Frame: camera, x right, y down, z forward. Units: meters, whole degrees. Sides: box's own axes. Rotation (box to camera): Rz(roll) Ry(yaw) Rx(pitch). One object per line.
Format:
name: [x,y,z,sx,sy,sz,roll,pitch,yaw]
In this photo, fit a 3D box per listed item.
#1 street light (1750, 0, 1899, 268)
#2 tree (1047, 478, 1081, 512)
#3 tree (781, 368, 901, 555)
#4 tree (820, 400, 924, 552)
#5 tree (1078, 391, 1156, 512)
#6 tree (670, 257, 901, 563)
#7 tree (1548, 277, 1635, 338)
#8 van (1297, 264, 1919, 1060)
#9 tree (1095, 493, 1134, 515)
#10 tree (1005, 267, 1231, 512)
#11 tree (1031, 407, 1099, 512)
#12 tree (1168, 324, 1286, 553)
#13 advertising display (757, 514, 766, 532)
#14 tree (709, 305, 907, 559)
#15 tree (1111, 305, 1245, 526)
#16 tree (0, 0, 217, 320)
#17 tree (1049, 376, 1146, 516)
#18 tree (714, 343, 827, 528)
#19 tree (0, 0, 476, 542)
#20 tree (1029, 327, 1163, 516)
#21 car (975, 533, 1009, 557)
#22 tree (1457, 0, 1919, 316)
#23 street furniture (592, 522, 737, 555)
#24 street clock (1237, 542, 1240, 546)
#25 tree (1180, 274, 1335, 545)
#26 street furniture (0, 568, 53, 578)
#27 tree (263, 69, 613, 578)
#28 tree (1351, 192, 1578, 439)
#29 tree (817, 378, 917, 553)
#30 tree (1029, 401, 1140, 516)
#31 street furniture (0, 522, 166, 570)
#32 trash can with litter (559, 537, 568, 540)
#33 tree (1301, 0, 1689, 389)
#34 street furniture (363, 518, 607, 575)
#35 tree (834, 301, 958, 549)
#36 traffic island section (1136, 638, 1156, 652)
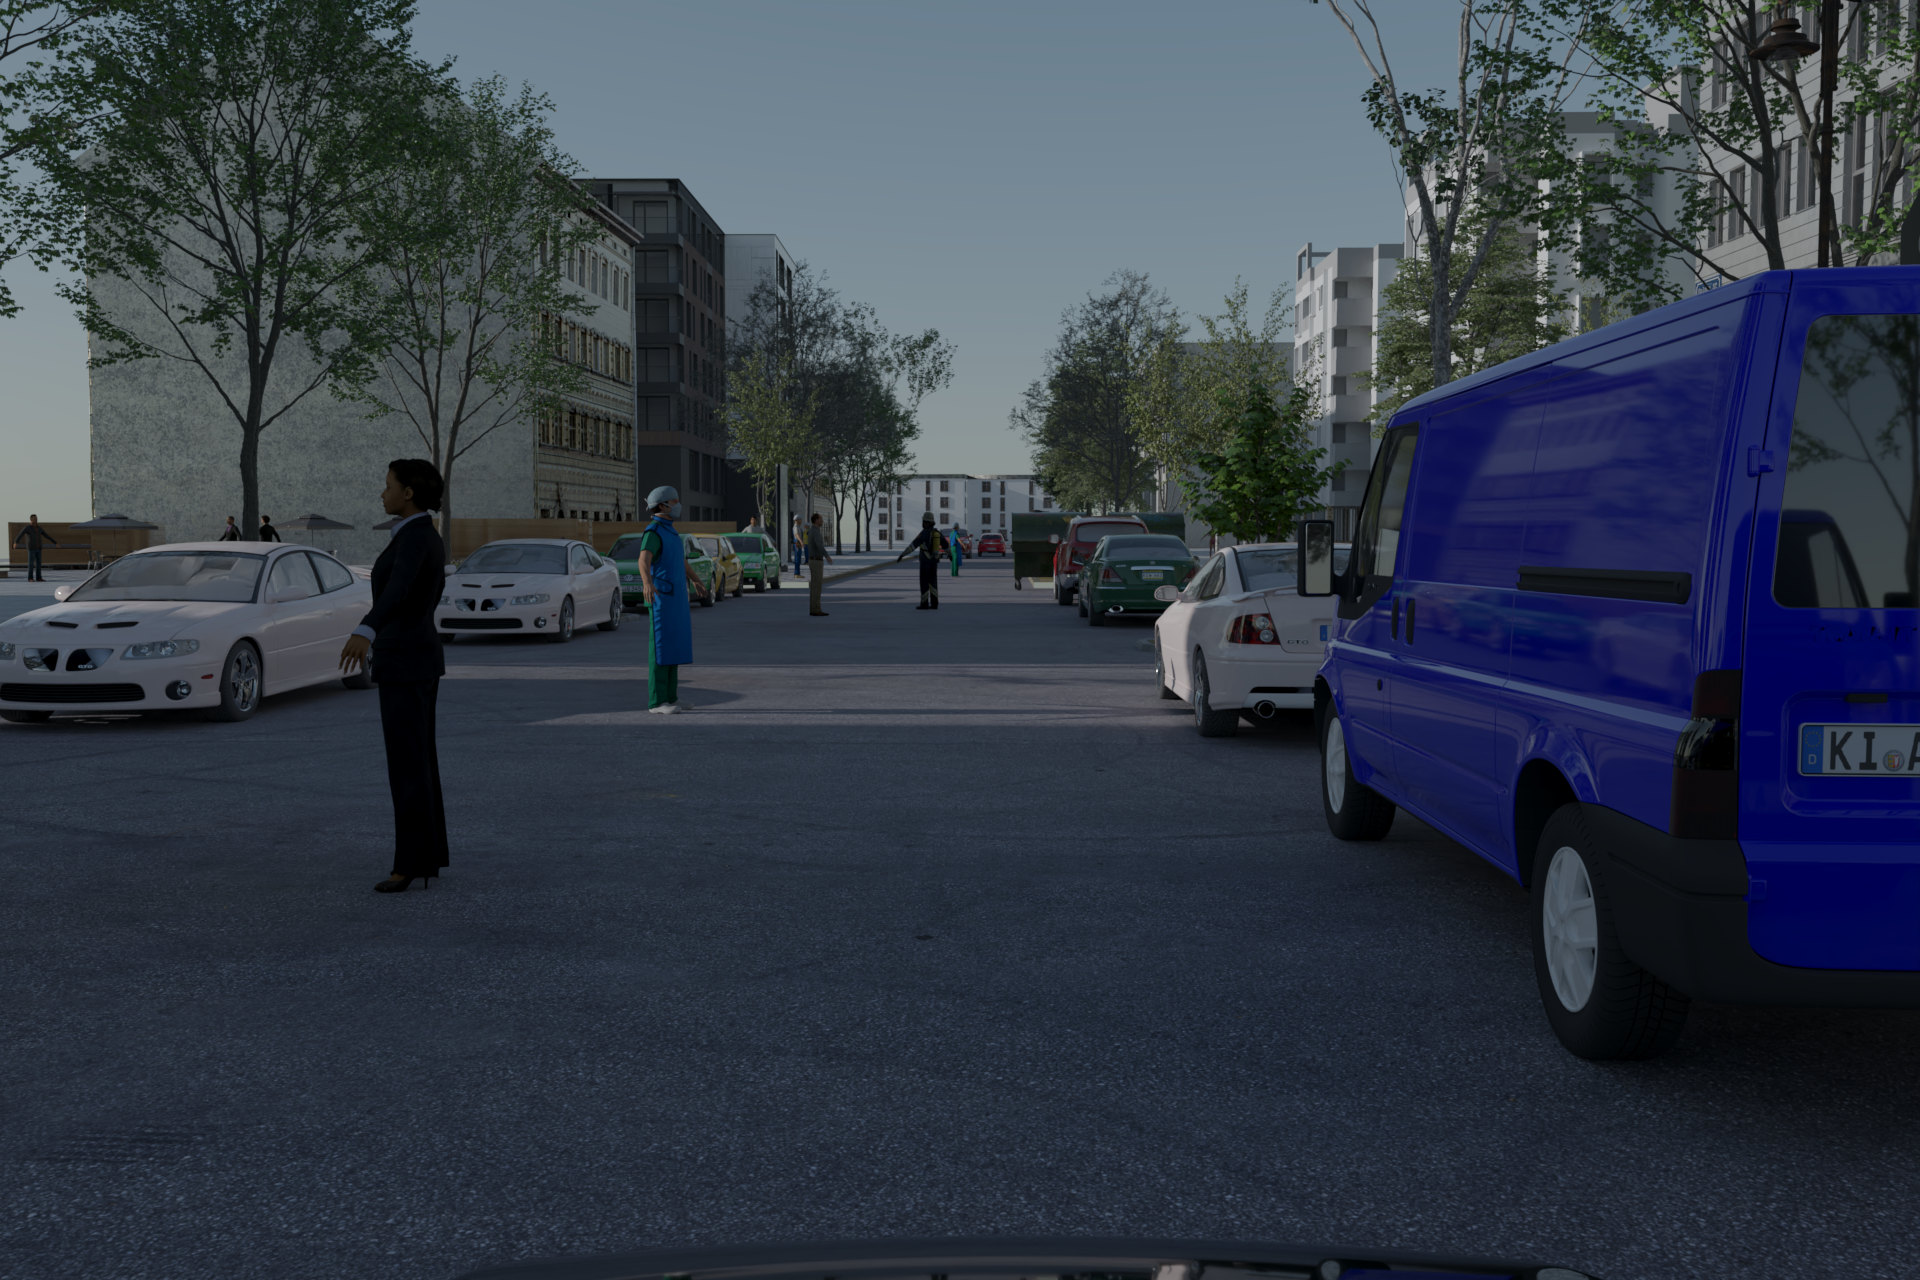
street light: [6.018,-2.404,12.088,0.468,5.910,1.993,0,4,2]
tree: [9.191,-11.824,143.691,4.737,8.622,4.395,0,3,0]
tree: [-7.326,-10.965,105.026,9.928,11.665,9.643,0,3,0]
tree: [-6.661,-12.327,127.298,9.928,11.665,9.643,0,3,0]
tree: [7.972,-8.498,89.304,4.360,8.622,3.978,0,3,0]
tree: [-7.700,-10.213,77.352,12.009,13.543,11.850,0,3,0]
tree: [18.361,-6.017,48.735,4.737,8.622,4.395,0,3,0]
van: [2.635,-0.120,6.351,2.240,2.365,5.245,0,4,1]
tree: [22.732,-20.128,239.454,12.009,13.543,11.850,0,3,0]
tree: [7.305,-10.310,78.940,12.009,13.543,11.850,0,3,0]
tree: [9.214,-12.697,133.354,9.928,11.665,9.643,0,3,0]
tree: [9.433,-6.806,61.645,4.737,8.622,4.395,0,3,0]
advertising display: [-6.279,-3.030,54.753,0.123,1.923,0.974,0,4,3]
tree: [-7.957,-10.984,89.956,12.009,13.543,11.850,0,3,0]
tree: [6.783,-6.441,55.674,4.737,8.622,4.395,0,3,0]
tree: [-11.796,-5.682,18.650,9.928,11.665,9.643,0,3,0]
tree: [9.354,-12.450,121.692,7.486,12.596,7.792,0,3,0]
tree: [-7.483,-7.185,67.841,4.737,8.622,4.395,0,3,0]
tree: [-11.584,-6.270,28.271,9.928,11.665,9.643,0,3,0]
tree: [7.558,-10.847,95.474,7.486,12.596,7.792,0,3,0]
car: [2.041,-6.235,110.989,2.155,1.783,4.494,0,4,1]
tree: [9.257,-5.677,18.568,9.928,11.665,9.643,0,3,0]
street furniture: [-12.163,-3.413,62.663,9.812,1.723,11.010,-1,4,-9]
street clock: [6.931,-2.361,43.170,0.358,2.002,0.471,0,4,1]
tree: [8.534,-6.096,50.033,4.737,8.622,4.395,0,3,0]
street furniture: [-32.750,-2.554,48.618,9.812,1.723,11.010,1,4,16]
tree: [-11.777,-6.944,39.283,9.928,11.665,9.643,0,3,0]
tree: [17.001,-8.577,58.357,7.486,12.596,7.792,0,3,0]
tree: [-6.802,-11.624,115.809,9.928,11.665,9.643,0,3,0]
tree: [7.799,-10.625,108.137,7.601,10.594,8.767,0,4,-2]
street furniture: [-31.252,-3.575,65.300,9.812,1.723,11.010,-1,4,-18]
trash can with litter: [-8.933,-1.758,39.798,1.678,1.210,2.233,0,4,2]
tree: [10.886,-10.852,33.322,12.611,20.169,13.585,0,3,0]
street furniture: [-12.410,-2.664,50.414,11.010,1.723,9.812,-1,4,-8]
tree: [-7.299,-17.591,143.496,12.611,20.169,13.585,0,3,0]
traffic island section: [3.231,0.072,21.684,1.991,0.108,1.994,0,4,1]
